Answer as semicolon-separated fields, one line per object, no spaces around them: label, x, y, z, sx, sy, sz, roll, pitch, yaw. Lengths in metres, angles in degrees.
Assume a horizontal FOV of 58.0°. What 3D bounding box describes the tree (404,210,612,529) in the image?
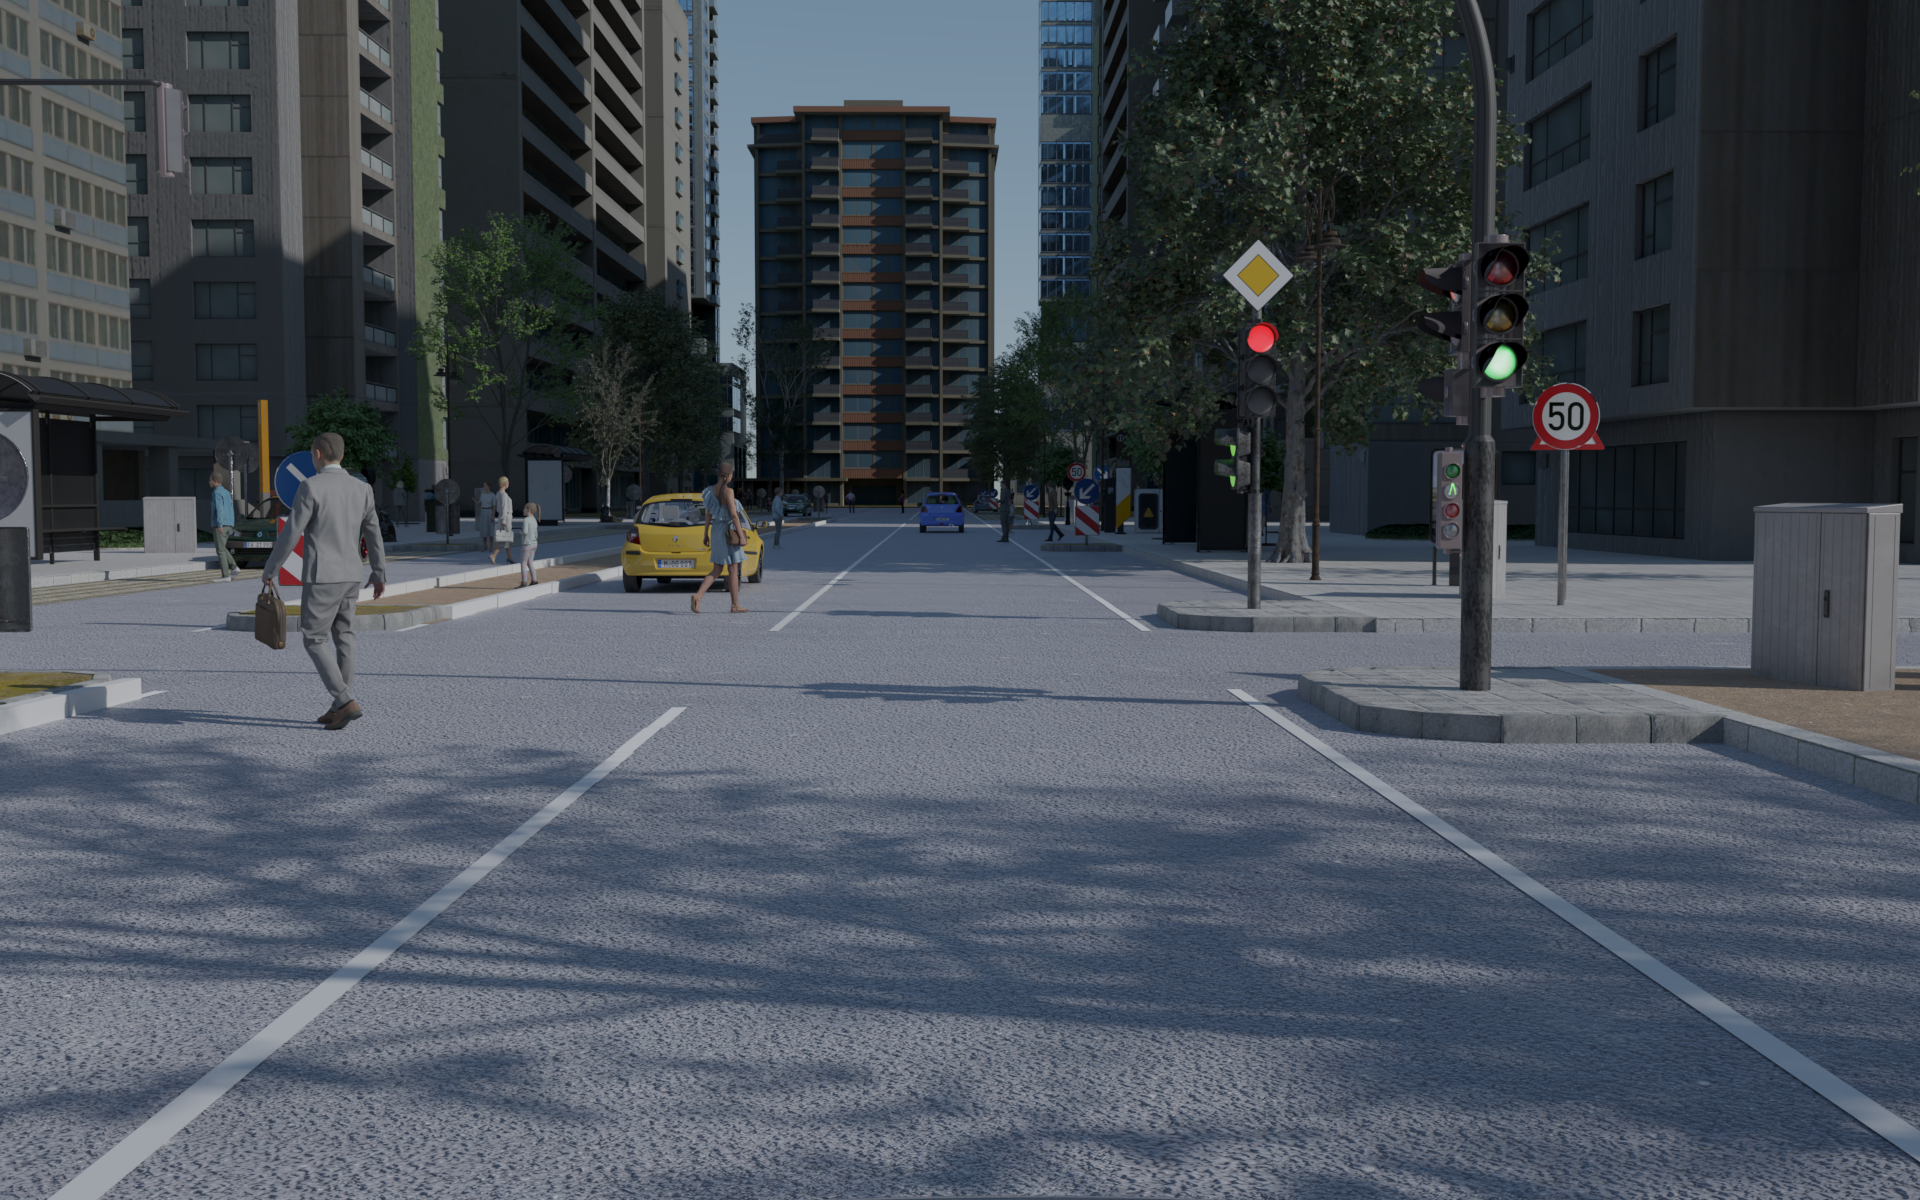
tree;-16.626;-8.417;63.366;9.928;11.665;9.643;0;3;0

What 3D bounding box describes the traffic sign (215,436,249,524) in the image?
traffic sign;-15.911;-2.308;37.841;0.768;2.556;0.104;0;4;6

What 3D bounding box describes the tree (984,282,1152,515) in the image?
tree;5.876;-9.665;83.782;9.928;11.665;9.643;0;3;0

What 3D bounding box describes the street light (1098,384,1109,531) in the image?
street light;4.937;-5.328;59.896;0.468;5.910;1.993;0;4;-1

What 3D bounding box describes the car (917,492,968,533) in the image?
car;-0.673;-3.414;65.413;1.945;1.707;3.694;0;4;0

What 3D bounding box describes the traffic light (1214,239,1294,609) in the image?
traffic light;3.269;-1.856;19.260;0.839;4.253;0.868;0;4;-1

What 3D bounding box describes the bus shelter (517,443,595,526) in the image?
bus shelter;-16.703;-4.771;71.933;2.014;3.302;5.546;0;4;0

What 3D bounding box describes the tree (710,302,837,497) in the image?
tree;-18.925;-19.354;172.326;12.611;20.169;13.585;0;3;0

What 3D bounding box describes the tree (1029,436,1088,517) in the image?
tree;5.617;-6.975;97.752;4.285;4.588;4.351;0;3;0

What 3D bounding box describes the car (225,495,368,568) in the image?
car;-13.176;-1.512;34.512;2.009;1.686;4.222;0;4;-1

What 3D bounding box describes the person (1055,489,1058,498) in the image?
person;9.019;-9.805;166.222;0.599;1.838;0.709;-2;4;-29

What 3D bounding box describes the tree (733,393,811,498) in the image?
tree;-17.170;-13.733;158.950;7.601;10.594;8.767;-1;4;-15

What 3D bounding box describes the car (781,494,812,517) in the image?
car;-10.602;-6.087;111.313;2.131;1.459;4.920;0;4;1

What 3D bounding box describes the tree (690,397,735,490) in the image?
tree;-16.983;-10.058;114.815;4.360;8.622;3.978;0;3;0

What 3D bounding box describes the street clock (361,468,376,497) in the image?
street clock;-16.353;-2.651;47.912;0.358;2.002;0.471;-3;5;-45

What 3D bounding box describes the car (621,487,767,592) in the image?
car;-4.049;-1.008;26.702;2.015;1.641;3.980;0;4;0

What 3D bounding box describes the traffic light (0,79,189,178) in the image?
traffic light;-11.000;-2.719;19.128;4.771;5.953;1.251;0;4;-1

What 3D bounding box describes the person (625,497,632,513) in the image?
person;-21.894;-6.599;114.851;0.530;1.710;0.541;-3;4;-36

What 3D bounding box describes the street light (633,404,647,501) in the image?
street light;-15.919;-6.934;86.166;0.468;5.910;1.993;0;4;-1

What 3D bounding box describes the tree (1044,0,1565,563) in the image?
tree;6.374;-7.046;32.206;9.611;12.733;9.660;0;3;0

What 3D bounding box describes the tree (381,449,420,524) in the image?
tree;-23.511;-4.838;73.702;1.663;3.219;1.824;0;3;0

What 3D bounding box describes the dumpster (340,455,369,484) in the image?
dumpster;-15.482;-2.443;42.440;1.502;2.255;1.985;0;4;-1

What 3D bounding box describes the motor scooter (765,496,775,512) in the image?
motor scooter;-14.011;-7.014;127.449;0.815;1.314;1.986;0;4;-2

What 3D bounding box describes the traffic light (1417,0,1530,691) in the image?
traffic light;1.264;-2.229;11.112;4.771;5.953;1.251;0;4;-1

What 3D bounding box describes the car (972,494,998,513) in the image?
car;1.922;-7.232;130.239;2.014;1.417;4.499;0;4;-2

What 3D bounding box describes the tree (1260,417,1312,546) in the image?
tree;7.690;-2.960;42.994;1.663;3.219;1.824;0;3;0

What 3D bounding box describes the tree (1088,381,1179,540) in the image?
tree;6.238;-3.995;49.029;4.285;4.588;4.351;0;3;0

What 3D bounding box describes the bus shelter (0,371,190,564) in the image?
bus shelter;-15.829;-2.251;30.721;2.014;3.302;5.546;0;4;-1

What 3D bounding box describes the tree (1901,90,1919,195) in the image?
tree;15.856;-4.575;25.158;4.737;8.622;4.395;0;3;0

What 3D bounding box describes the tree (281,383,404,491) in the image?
tree;-18.268;-4.137;51.356;4.285;4.588;4.351;0;3;0

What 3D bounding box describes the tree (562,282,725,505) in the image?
tree;-17.203;-10.831;94.099;9.611;12.733;9.660;0;3;0

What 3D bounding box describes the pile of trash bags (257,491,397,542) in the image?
pile of trash bags;-16.776;-2.197;45.668;3.447;1.369;1.912;-3;5;-44

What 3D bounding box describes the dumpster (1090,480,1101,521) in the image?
dumpster;5.760;-3.833;68.421;1.264;1.857;1.865;0;4;0

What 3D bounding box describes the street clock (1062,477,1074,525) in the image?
street clock;4.447;-4.086;71.381;0.471;2.002;0.358;0;4;-4

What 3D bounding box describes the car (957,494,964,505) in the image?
car;-0.674;-7.512;132.609;2.009;1.686;4.222;0;4;0

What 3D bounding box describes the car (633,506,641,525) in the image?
car;-10.373;-3.014;61.643;2.083;1.381;4.827;0;4;0

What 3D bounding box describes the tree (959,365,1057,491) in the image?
tree;4.542;-15.859;165.944;9.857;13.997;8.962;0;3;0

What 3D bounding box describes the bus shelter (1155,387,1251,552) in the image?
bus shelter;5.692;-3.047;41.094;1.731;3.624;6.357;0;4;-1

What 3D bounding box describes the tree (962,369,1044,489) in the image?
tree;3.942;-14.459;154.539;7.486;12.596;7.792;0;3;0

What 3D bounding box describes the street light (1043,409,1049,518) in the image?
street light;4.547;-7.372;93.327;0.468;5.910;1.993;0;4;-1

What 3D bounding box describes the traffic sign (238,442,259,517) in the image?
traffic sign;-17.610;-2.607;42.725;0.768;2.556;0.104;0;4;6

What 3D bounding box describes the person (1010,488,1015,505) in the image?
person;3.925;-7.872;135.554;0.742;1.727;0.445;1;4;14

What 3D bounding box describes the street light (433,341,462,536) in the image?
street light;-15.503;-4.878;52.543;0.468;5.910;1.993;0;4;-1

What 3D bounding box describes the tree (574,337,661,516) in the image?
tree;-16.512;-8.058;82.116;4.360;8.622;3.978;0;3;0

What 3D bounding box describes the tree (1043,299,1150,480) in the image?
tree;5.466;-6.971;64.344;4.360;8.622;3.978;0;3;0

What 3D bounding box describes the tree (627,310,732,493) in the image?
tree;-17.580;-11.546;106.904;7.486;12.596;7.792;0;3;0

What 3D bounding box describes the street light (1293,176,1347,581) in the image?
street light;5.289;-3.230;25.605;0.468;5.910;1.993;0;4;-1
